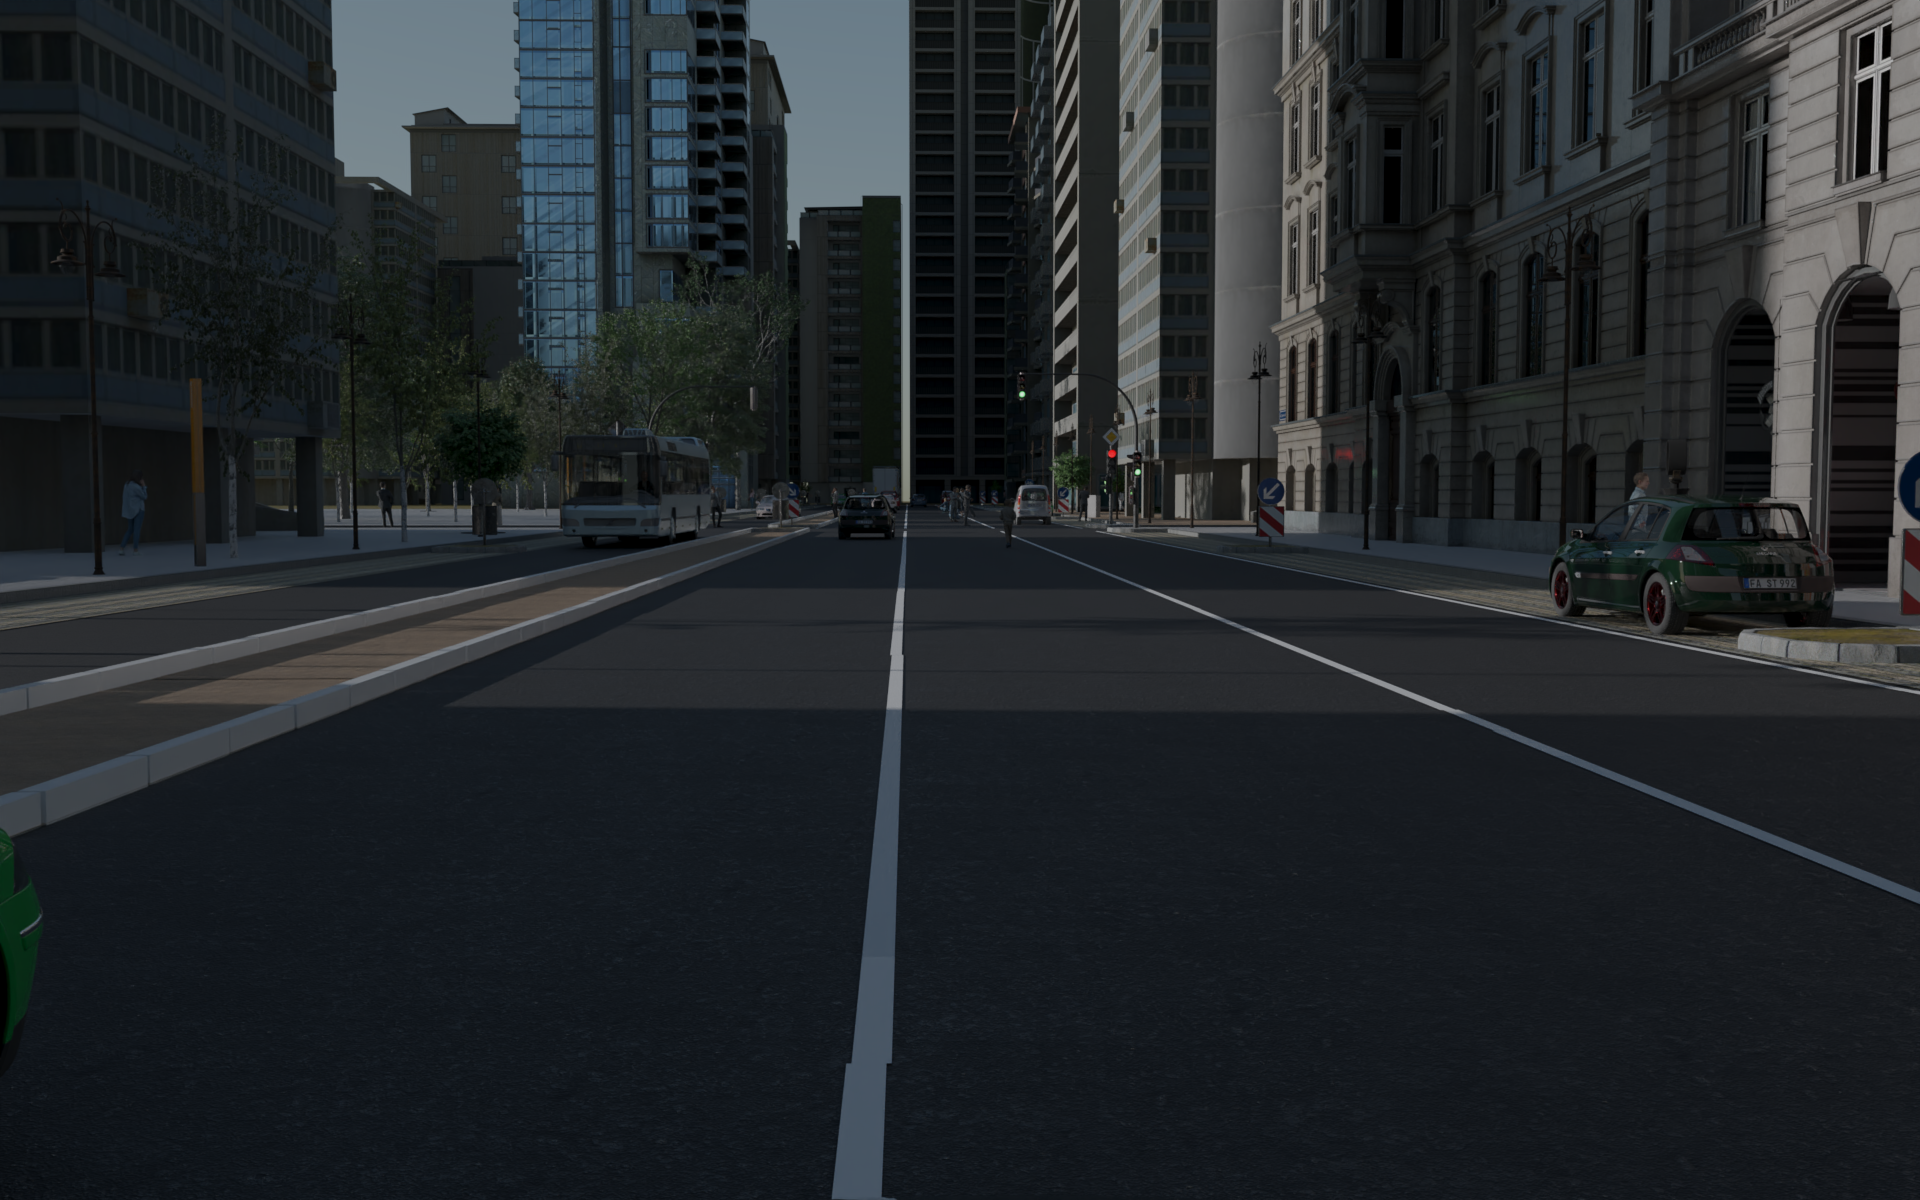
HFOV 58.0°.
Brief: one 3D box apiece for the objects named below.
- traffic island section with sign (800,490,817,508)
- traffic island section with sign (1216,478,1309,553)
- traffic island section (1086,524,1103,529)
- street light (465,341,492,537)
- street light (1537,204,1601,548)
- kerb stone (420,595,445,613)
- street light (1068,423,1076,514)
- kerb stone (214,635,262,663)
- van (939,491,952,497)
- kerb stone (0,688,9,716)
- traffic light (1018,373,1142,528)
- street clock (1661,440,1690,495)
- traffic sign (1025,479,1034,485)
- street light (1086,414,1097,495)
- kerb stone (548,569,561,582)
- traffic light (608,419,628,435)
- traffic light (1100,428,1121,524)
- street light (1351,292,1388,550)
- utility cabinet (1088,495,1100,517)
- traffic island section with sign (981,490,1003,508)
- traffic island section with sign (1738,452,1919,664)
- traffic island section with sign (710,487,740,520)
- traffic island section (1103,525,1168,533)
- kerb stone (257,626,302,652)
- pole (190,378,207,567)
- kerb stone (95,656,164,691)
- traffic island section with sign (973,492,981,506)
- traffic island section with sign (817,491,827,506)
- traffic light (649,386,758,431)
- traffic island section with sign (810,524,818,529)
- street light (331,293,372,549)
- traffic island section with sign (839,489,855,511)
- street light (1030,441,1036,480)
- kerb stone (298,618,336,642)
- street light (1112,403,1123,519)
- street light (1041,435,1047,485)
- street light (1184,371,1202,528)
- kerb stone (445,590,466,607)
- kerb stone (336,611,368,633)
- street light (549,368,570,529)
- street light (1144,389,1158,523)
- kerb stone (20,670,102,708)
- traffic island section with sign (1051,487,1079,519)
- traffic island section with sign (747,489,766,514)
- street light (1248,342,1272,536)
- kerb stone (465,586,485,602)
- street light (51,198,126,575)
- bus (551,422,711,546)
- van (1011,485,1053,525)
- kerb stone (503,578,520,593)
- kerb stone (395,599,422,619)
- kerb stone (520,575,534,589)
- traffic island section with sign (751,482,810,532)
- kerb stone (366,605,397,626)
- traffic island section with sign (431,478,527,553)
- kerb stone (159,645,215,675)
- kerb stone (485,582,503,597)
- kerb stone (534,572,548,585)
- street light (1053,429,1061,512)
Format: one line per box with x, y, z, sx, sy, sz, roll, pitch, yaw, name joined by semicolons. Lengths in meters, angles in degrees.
-15.768;-10.191;175.256;1.989;1.847;2.006;0;4;-2;traffic island section with sign
7.356;-2.068;42.436;1.989;1.847;2.006;0;4;-2;traffic island section with sign
6.416;-3.125;73.382;2.009;0.180;2.903;0;4;-2;traffic island section
-14.393;-4.833;51.815;0.468;5.910;1.993;0;4;-2;street light
9.788;-3.376;27.984;0.468;5.910;1.993;0;4;-2;street light
-6.527;0.061;21.192;0.120;0.150;1.000;0;4;-2;kerb stone
7.276;-8.533;112.303;0.468;5.910;1.993;0;4;-2;street light
-6.338;0.443;15.047;0.120;0.150;1.000;0;4;-2;kerb stone
-1.600;-12.942;218.610;2.013;2.044;4.112;0;4;-1;van
-6.218;0.688;10.954;0.120;0.150;1.000;0;4;-2;kerb stone
4.528;-5.530;65.081;4.771;5.953;1.251;0;4;-2;traffic light
9.520;-1.131;23.058;0.358;2.002;0.471;1;4;18;street clock
5.896;-8.978;146.895;0.768;2.556;0.104;0;4;-1;traffic sign
7.595;-7.799;100.304;0.468;5.910;1.993;0;4;-2;street light
-6.738;-0.377;28.366;0.120;0.150;1.000;0;4;-2;kerb stone
-12.736;-4.634;64.689;0.839;4.253;0.868;0;4;-2;traffic light
6.376;-5.159;73.267;0.839;4.253;0.868;0;4;-2;traffic light
9.379;-4.101;39.831;0.468;5.910;1.993;0;4;-2;street light
7.388;-5.153;95.407;0.306;1.237;1.020;-1;4;-22;utility cabinet
3.364;-10.181;175.091;1.989;1.847;2.006;0;4;-2;traffic island section with sign
8.164;-0.420;15.493;1.989;1.847;2.006;0;4;-2;traffic island section with sign
-13.431;-5.430;97.406;1.989;1.847;2.006;0;4;-2;traffic island section with sign
6.656;-2.637;65.400;2.009;0.180;2.903;0;4;-2;traffic island section
-6.368;0.375;16.070;0.120;0.150;1.000;0;4;-2;kerb stone
-13.482;-2.251;30.640;0.158;3.312;0.155;0;3;0;pole
-6.277;0.562;13.004;0.120;0.150;1.000;0;4;-2;kerb stone
2.528;-11.874;202.770;1.989;1.847;2.006;0;4;-2;traffic island section with sign
-16.596;-11.881;202.886;1.989;1.847;2.006;0;4;-2;traffic island section with sign
-10.888;-6.000;72.768;4.771;5.953;1.251;0;4;-2;traffic light
-7.010;-3.945;72.640;2.006;1.907;1.989;0;4;-2;traffic island section with sign
-14.015;-4.112;40.012;0.468;5.910;1.993;0;4;-2;street light
-9.280;-8.539;147.744;2.006;1.907;1.989;0;4;-2;traffic island section with sign
6.200;-10.710;147.899;0.468;5.910;1.993;0;4;-2;street light
-6.410;0.312;17.091;0.120;0.150;1.000;0;4;-2;kerb stone
8.005;-7.054;88.122;0.468;5.910;1.993;0;4;-2;street light
6.546;-9.988;136.095;0.468;5.910;1.993;0;4;-2;street light
8.726;-5.639;64.984;0.468;5.910;1.993;0;4;-2;street light
-6.557;0.007;22.214;0.120;0.150;1.000;0;4;-2;kerb stone
-6.437;0.251;18.117;0.120;0.150;1.000;0;4;-2;kerb stone
-14.685;-5.556;63.620;0.468;5.910;1.993;0;4;-2;street light
8.349;-6.316;76.054;0.468;5.910;1.993;0;4;-2;street light
-6.247;0.625;11.977;0.120;0.150;1.000;0;4;-2;kerb stone
5.676;-5.470;98.066;1.989;1.847;2.006;0;4;-2;traffic island section with sign
-14.259;-7.102;124.738;1.989;1.847;2.006;0;4;-2;traffic island section with sign
9.079;-4.881;52.598;0.468;5.910;1.993;0;4;-2;street light
-6.591;-0.063;23.234;0.120;0.150;1.000;0;4;-2;kerb stone
-13.709;-3.340;27.393;0.468;5.910;1.993;0;4;-2;street light
-9.308;-3.415;50.695;2.948;3.499;13.247;0;4;-2;bus
3.418;-4.583;81.950;2.013;2.044;4.112;0;4;0;van
-6.643;-0.188;25.294;0.120;0.150;1.000;0;4;-2;kerb stone
-6.498;0.124;20.170;0.120;0.150;1.000;0;4;-2;kerb stone
-6.673;-0.252;26.316;0.120;0.150;1.000;0;4;-2;kerb stone
-6.797;-3.492;65.236;2.006;1.907;1.989;0;4;-2;traffic island section with sign
-6.458;0.187;19.139;0.120;0.150;1.000;0;4;-2;kerb stone
-11.778;-2.079;42.613;1.989;1.847;2.006;0;4;-2;traffic island section with sign
-6.316;0.501;14.025;0.120;0.150;1.000;0;4;-2;kerb stone
-6.612;-0.124;24.263;0.120;0.150;1.000;0;4;-2;kerb stone
-6.711;-0.314;27.337;0.120;0.150;1.000;0;4;-2;kerb stone
6.905;-9.255;124.106;0.468;5.910;1.993;0;4;-2;street light
